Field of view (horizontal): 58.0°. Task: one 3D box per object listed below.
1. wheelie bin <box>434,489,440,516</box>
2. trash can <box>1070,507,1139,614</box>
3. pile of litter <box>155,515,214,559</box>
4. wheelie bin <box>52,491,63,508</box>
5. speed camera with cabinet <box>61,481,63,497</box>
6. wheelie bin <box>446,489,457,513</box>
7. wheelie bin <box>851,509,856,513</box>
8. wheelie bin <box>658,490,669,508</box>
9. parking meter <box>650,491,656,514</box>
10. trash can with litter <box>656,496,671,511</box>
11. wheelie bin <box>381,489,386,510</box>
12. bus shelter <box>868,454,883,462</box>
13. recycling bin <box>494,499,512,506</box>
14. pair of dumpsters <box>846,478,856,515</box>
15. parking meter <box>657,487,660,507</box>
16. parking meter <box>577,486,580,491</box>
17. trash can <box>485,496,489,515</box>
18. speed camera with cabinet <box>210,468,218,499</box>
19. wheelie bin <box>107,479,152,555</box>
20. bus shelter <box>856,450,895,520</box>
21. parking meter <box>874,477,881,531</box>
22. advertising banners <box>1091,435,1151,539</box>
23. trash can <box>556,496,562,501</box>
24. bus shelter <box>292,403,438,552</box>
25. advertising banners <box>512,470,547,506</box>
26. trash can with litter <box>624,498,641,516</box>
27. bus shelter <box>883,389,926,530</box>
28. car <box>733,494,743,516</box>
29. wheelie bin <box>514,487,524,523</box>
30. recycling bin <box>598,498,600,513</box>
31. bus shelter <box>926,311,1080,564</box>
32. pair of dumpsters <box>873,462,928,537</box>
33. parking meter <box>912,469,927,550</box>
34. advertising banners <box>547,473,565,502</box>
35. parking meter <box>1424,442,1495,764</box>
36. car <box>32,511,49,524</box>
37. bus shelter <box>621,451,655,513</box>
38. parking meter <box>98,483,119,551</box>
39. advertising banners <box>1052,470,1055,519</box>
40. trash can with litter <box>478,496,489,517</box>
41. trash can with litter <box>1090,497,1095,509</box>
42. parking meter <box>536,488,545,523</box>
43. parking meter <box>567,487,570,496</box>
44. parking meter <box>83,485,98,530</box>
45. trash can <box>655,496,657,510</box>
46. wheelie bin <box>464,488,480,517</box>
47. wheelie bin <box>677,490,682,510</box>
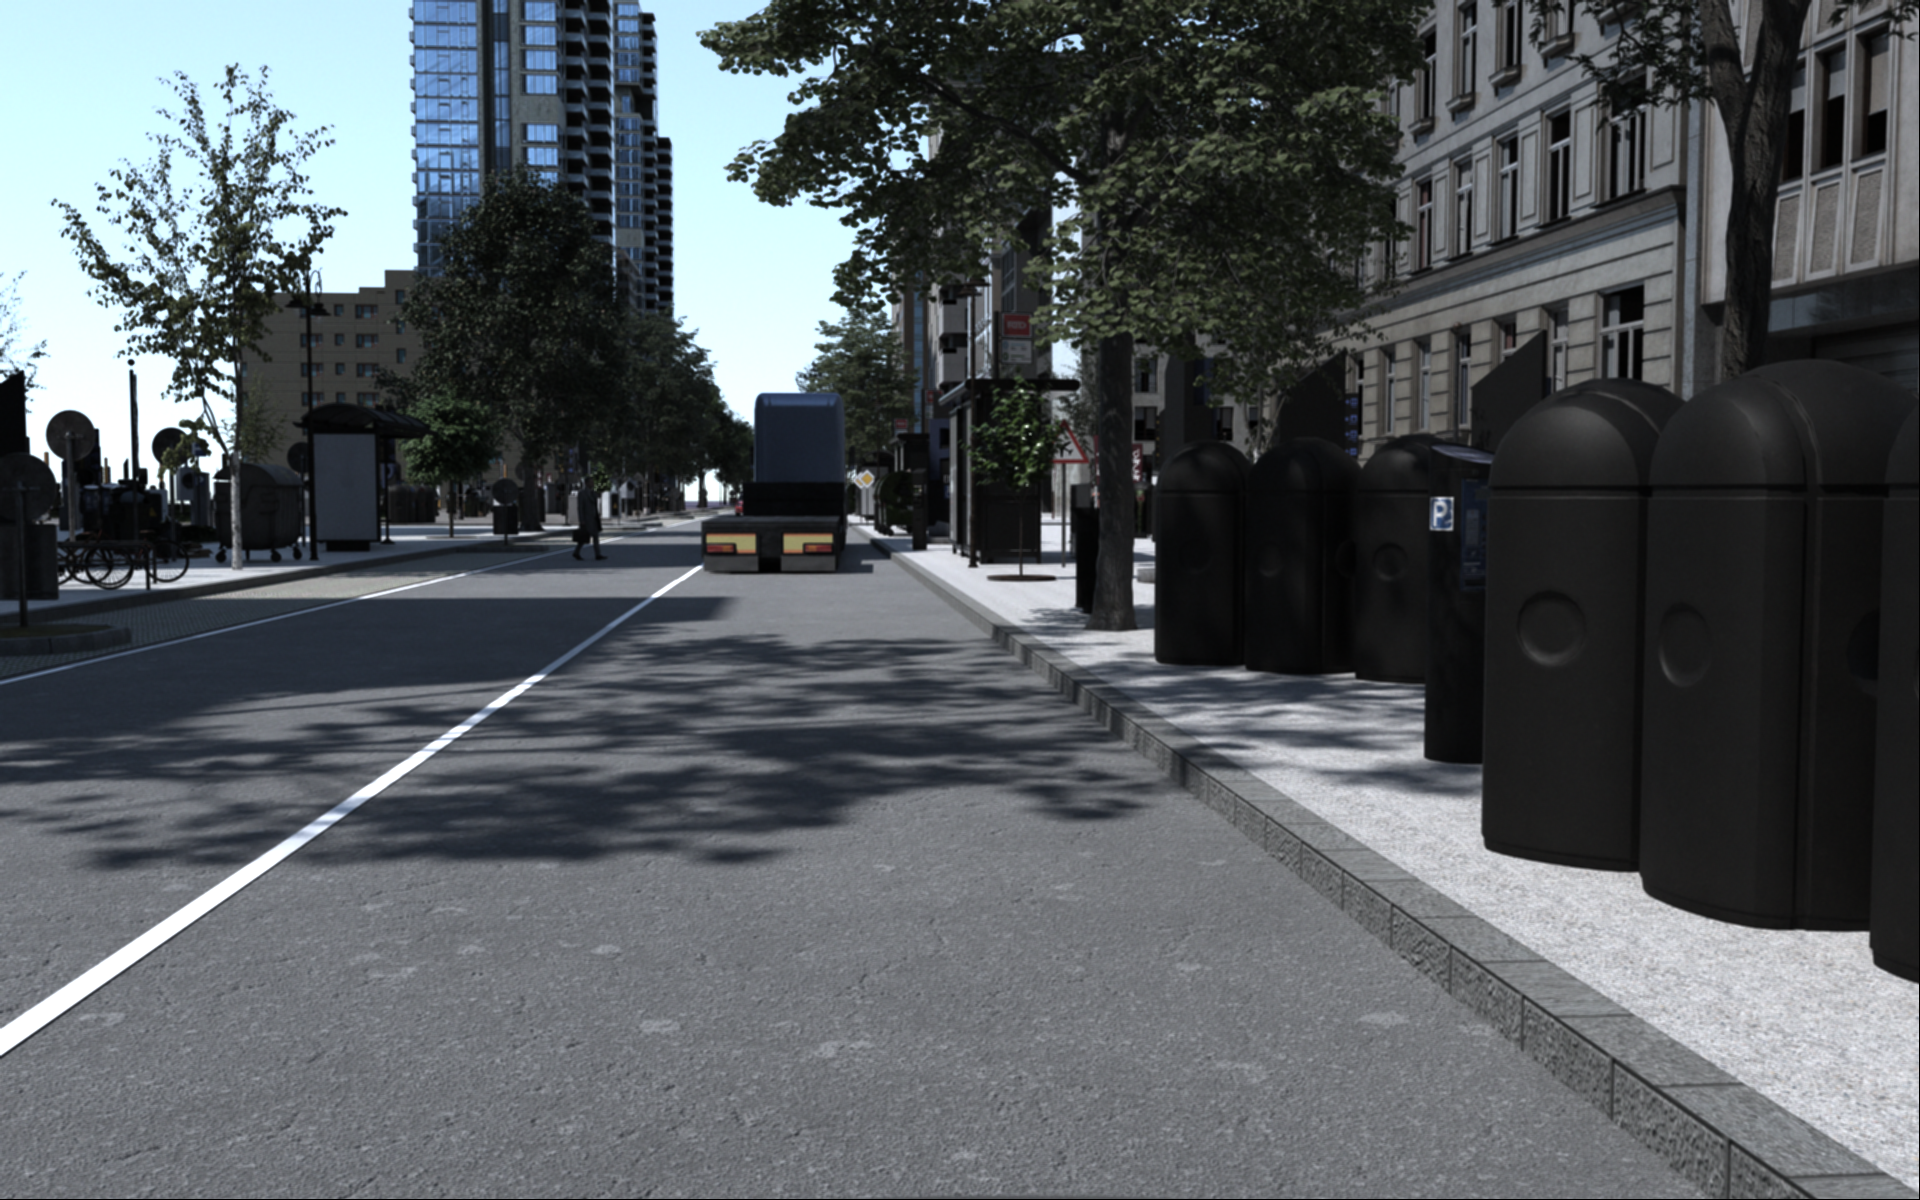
[{"bbox_3d":[-30.557,-5.634,100.031,0.693,1.594,0.980,3,5,40],"label":"wheelie bin"},{"bbox_3d":[1.554,-0.430,18.683,0.748,1.137,0.748,0,3,0],"label":"trash can"},{"bbox_3d":[-15.751,-1.296,35.161,1.176,0.858,1.719,0,3,0],"label":"pile of litter"},{"bbox_3d":[-62.635,-6.869,120.216,0.693,1.594,0.980,-1,4,-13],"label":"wheelie bin"},{"bbox_3d":[-60.054,-7.534,117.523,0.660,3.252,2.038,1,4,12],"label":"speed camera with cabinet"},{"bbox_3d":[-33.804,-6.569,115.304,0.693,1.594,0.980,0,4,1],"label":"wheelie bin"},{"bbox_3d":[-7.243,-6.577,115.439,0.980,1.594,0.693,-1,4,-18],"label":"wheelie bin"},{"bbox_3d":[-24.778,-8.373,144.808,0.980,1.594,0.693,-1,4,-11],"label":"wheelie bin"},{"bbox_3d":[-19.714,-6.212,109.970,0.372,1.533,0.369,0,3,0],"label":"parking meter"},{"bbox_3d":[-21.971,-7.177,128.737,1.055,1.170,0.624,2,4,28],"label":"trash can with litter"},{"bbox_3d":[-33.912,-5.713,101.323,0.980,1.594,0.693,-3,4,-37],"label":"wheelie bin"},{"bbox_3d":[-3.611,-6.834,89.360,2.179,5.291,8.768,0,4,-5],"label":"bus shelter"},{"bbox_3d":[-23.473,-4.672,88.944,0.722,1.027,0.722,-3,5,-39],"label":"recycling bin"},{"bbox_3d":[-6.534,-6.518,109.069,1.574,2.255,4.437,0,4,-5],"label":"pair of dumpsters"},{"bbox_3d":[-25.722,-8.709,148.096,0.255,1.863,0.399,0,4,1],"label":"parking meter"},{"bbox_3d":[-28.930,-7.708,131.743,0.399,1.863,0.255,-3,5,-45],"label":"parking meter"},{"bbox_3d":[-29.157,-5.761,105.852,0.748,1.137,0.748,0,3,0],"label":"trash can"},{"bbox_3d":[-55.596,-8.197,128.353,0.660,3.252,2.038,3,5,41],"label":"speed camera with cabinet"},{"bbox_3d":[-17.699,-1.774,36.918,0.980,1.594,0.693,2,4,30],"label":"wheelie bin"},{"bbox_3d":[-3.891,-5.389,82.027,2.014,3.302,5.546,0,4,-5],"label":"bus shelter"},{"bbox_3d":[-2.804,-3.371,60.820,0.399,1.863,0.255,-1,4,-14],"label":"parking meter"},{"bbox_3d":[4.685,-3.313,50.354,2.074,3.025,0.090,3,5,43],"label":"advertising banners"},{"bbox_3d":[-28.656,-6.827,123.276,0.748,1.137,0.748,0,3,0],"label":"trash can"},{"bbox_3d":[-13.989,-2.888,41.138,2.014,3.302,5.546,0,4,-5],"label":"bus shelter"},{"bbox_3d":[-26.291,-6.662,105.113,2.074,3.025,0.090,0,4,0],"label":"advertising banners"},{"bbox_3d":[-19.185,-5.514,101.549,1.055,1.170,0.624,0,4,-7],"label":"trash can with litter"},{"bbox_3d":[-1.462,-5.273,63.849,2.179,5.291,8.768,0,4,-5],"label":"bus shelter"},{"bbox_3d":[-13.842,-6.418,113.973,2.155,1.783,4.494,0,4,-5],"label":"car"},{"bbox_3d":[-19.657,-4.298,78.179,0.980,1.594,0.693,-2,4,-27],"label":"wheelie bin"},{"bbox_3d":[-22.100,-5.758,106.690,0.722,1.027,0.722,3,5,40],"label":"recycling bin"},{"bbox_3d":[0.767,-3.554,35.737,2.179,5.291,8.768,0,4,-5],"label":"bus shelter"},{"bbox_3d":[-1.860,-3.159,54.151,1.574,2.255,4.437,0,4,-5],"label":"pair of dumpsters"},{"bbox_3d":[-0.926,-2.079,39.711,0.255,1.863,0.399,1,4,15],"label":"parking meter"},{"bbox_3d":[-33.284,-8.995,143.258,2.074,3.025,0.090,1,4,15],"label":"advertising banners"},{"bbox_3d":[2.443,0.003,8.357,0.372,1.533,0.369,0,3,0],"label":"parking meter"},{"bbox_3d":[-39.874,-3.760,70.143,5.304,1.827,2.281,0,4,-6],"label":"car"},{"bbox_3d":[-23.014,-8.873,122.699,2.179,5.291,8.768,0,4,-5],"label":"bus shelter"},{"bbox_3d":[-19.265,-1.890,39.316,0.372,1.533,0.369,0,3,0],"label":"parking meter"},{"bbox_3d":[4.804,-5.675,88.968,0.090,3.025,2.074,0,3,0],"label":"advertising banners"},{"bbox_3d":[-26.884,-5.266,97.489,0.624,1.170,1.055,0,4,-7],"label":"trash can with litter"},{"bbox_3d":[6.188,-4.097,78.366,1.055,1.170,0.624,2,4,29],"label":"trash can with litter"},{"bbox_3d":[-18.836,-4.247,77.849,0.372,1.533,0.369,0,3,0],"label":"parking meter"},{"bbox_3d":[-32.314,-8.369,142.544,0.399,1.863,0.255,3,5,45],"label":"parking meter"},{"bbox_3d":[-23.250,-2.323,46.391,0.372,1.533,0.369,0,3,0],"label":"parking meter"},{"bbox_3d":[-20.545,-6.344,115.373,0.748,1.137,0.748,0,3,0],"label":"trash can"},{"bbox_3d":[-26.815,-5.339,95.203,0.693,1.594,0.980,2,4,29],"label":"wheelie bin"},{"bbox_3d":[-21.903,-7.789,135.264,0.693,1.594,0.980,0,4,3],"label":"wheelie bin"}]
